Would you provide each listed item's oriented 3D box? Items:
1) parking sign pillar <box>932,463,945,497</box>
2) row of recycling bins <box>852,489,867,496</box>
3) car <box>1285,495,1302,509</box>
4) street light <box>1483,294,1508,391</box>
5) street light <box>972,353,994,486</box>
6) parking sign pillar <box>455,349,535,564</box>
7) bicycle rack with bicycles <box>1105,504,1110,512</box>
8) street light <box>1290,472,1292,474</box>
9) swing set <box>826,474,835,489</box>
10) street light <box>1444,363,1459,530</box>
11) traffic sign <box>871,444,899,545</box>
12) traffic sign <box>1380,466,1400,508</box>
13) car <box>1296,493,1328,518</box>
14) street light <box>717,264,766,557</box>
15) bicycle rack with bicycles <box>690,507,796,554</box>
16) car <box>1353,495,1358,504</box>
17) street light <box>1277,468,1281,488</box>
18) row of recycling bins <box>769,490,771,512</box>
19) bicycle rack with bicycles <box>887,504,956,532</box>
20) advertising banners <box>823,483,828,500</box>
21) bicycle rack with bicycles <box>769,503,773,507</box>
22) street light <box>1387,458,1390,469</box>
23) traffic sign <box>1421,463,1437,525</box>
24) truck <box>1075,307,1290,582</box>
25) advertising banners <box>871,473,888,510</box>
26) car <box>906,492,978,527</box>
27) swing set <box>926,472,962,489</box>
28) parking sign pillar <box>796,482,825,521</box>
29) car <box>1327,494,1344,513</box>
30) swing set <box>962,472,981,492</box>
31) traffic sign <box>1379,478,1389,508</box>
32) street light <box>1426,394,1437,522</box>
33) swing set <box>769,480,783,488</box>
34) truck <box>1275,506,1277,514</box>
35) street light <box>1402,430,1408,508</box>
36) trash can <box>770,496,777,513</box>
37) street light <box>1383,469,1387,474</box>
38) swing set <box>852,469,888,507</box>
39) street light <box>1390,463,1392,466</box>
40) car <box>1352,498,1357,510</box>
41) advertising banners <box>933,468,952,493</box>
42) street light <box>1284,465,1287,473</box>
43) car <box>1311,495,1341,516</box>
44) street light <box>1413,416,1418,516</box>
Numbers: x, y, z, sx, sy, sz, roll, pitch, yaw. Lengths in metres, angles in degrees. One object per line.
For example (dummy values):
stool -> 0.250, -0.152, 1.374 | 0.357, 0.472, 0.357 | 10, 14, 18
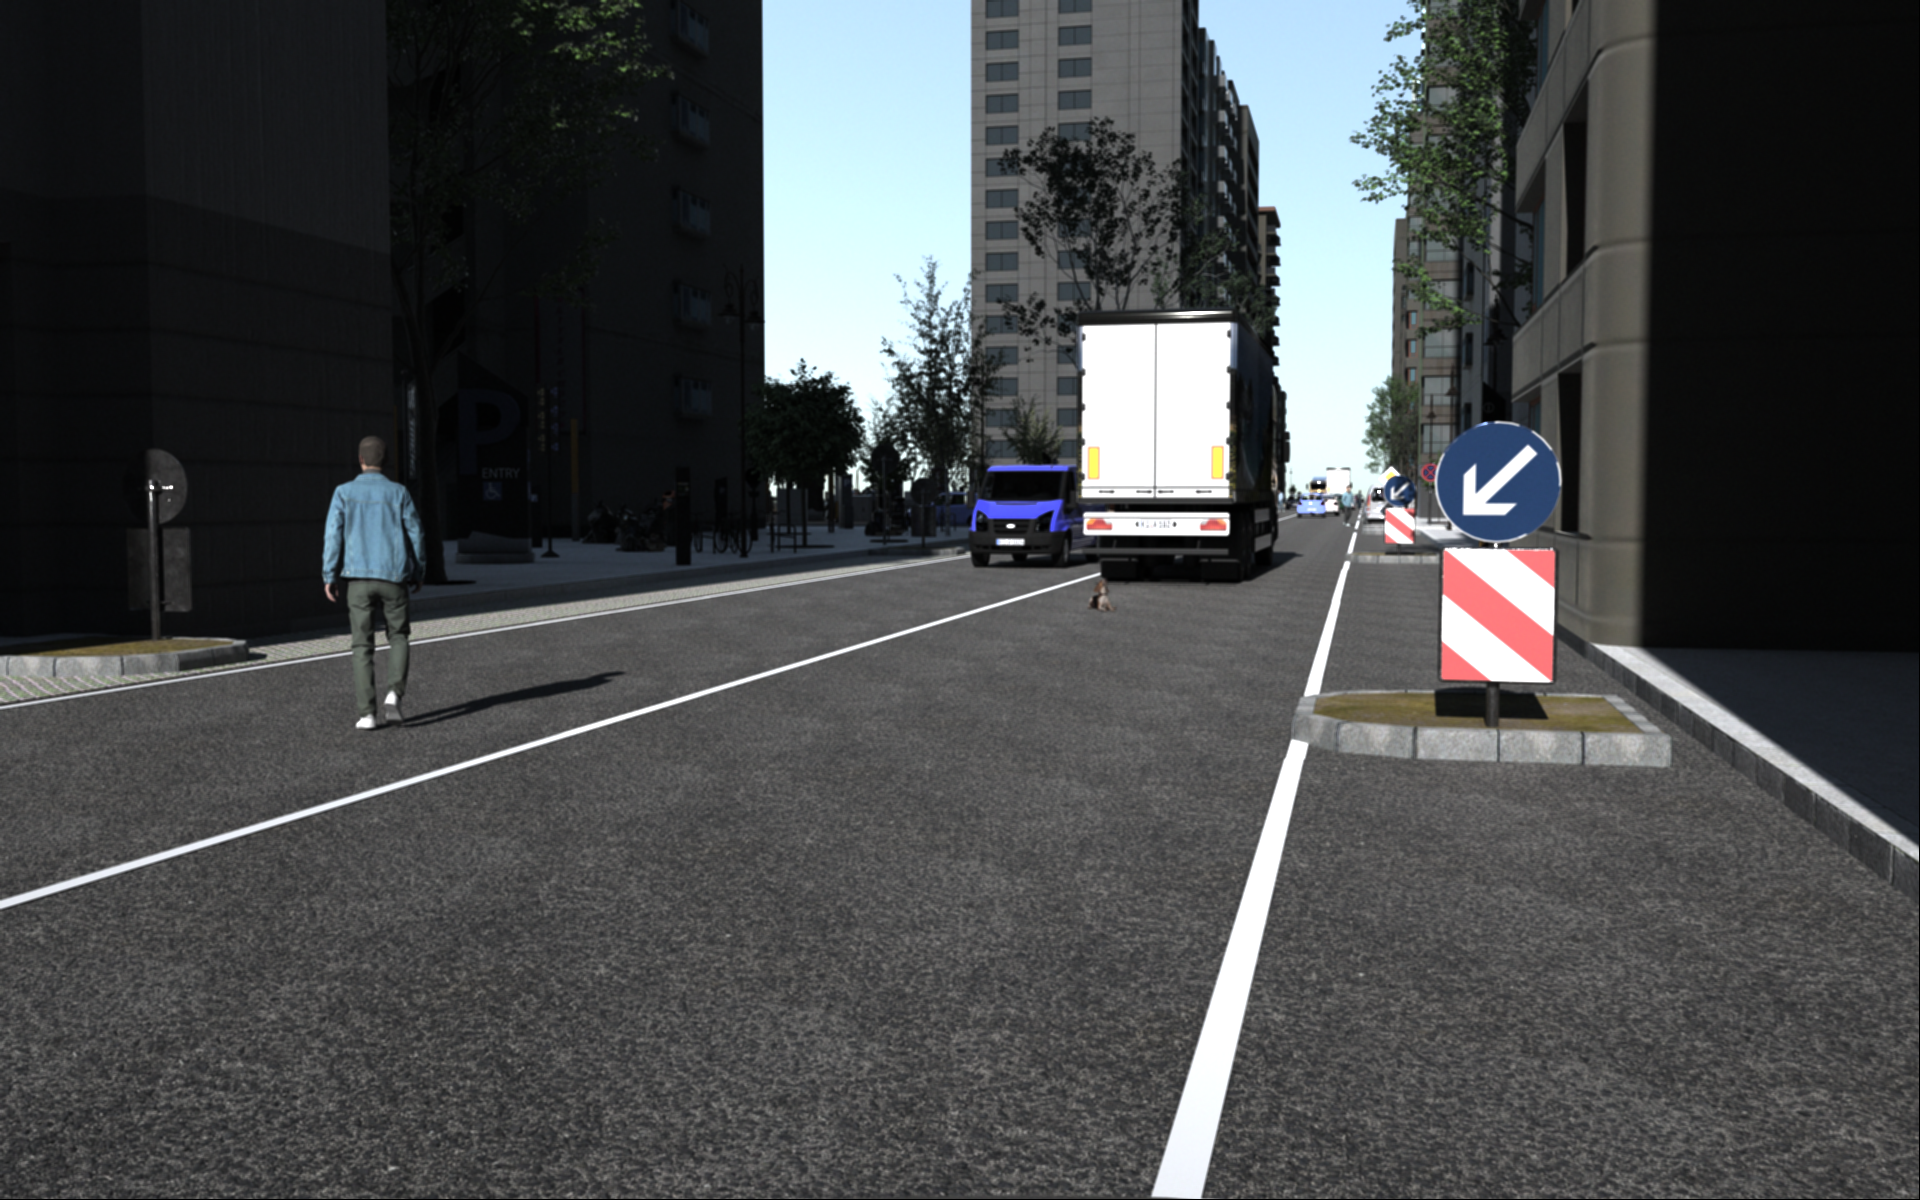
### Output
parking sign pillar -> -1.633, -8.494, 127.348 | 1.447, 3.967, 1.447 | -2, 4, -32
row of recycling bins -> -8.105, -8.196, 141.119 | 3.534, 1.692, 1.069 | 1, 4, 12
car -> 31.573, -9.192, 162.877 | 1.945, 1.354, 3.894 | 1, 4, 14
street light -> 12.413, -4.127, 40.263 | 0.468, 5.910, 1.993 | 1, 4, 13
street light -> 0.742, -5.141, 56.849 | 0.468, 5.910, 1.993 | 1, 4, 13
parking sign pillar -> -8.688, -2.678, 32.260 | 1.447, 3.967, 1.447 | 0, 4, -5
bicycle rack with bicycles -> 10.654, -7.031, 128.341 | 2.925, 0.926, 2.852 | -3, 5, -42
street light -> 55.793, -19.524, 292.009 | 0.468, 5.910, 1.993 | 1, 4, 13
swing set -> -9.573, -8.502, 136.623 | 2.862, 2.851, 3.119 | 2, 4, 28
street light -> 17.423, -5.423, 61.460 | 0.468, 5.910, 1.993 | 1, 4, 13
traffic sign -> -1.917, -2.683, 43.972 | 0.768, 2.556, 0.104 | 1, 4, 16
traffic sign -> 15.504, -3.589, 62.316 | 0.795, 2.450, 0.064 | 1, 4, 13
car -> 21.438, -5.870, 105.558 | 1.945, 1.707, 3.694 | 1, 4, 12
street light -> -4.384, -3.802, 34.942 | 0.468, 5.910, 1.993 | 1, 4, 13
bicycle rack with bicycles -> -4.765, -1.504, 37.973 | 2.852, 0.926, 2.925 | -1, 4, -16
car -> 58.316, -14.959, 257.164 | 1.945, 1.354, 3.894 | 1, 4, 13
street light -> 46.120, -16.984, 250.480 | 0.468, 5.910, 1.993 | 1, 4, 13
row of recycling bins -> -15.420, -7.246, 125.588 | 3.534, 1.692, 1.069 | -1, 4, -19
bicycle rack with bicycles -> -1.422, -2.844, 59.878 | 2.852, 0.926, 2.925 | 1, 4, 16
advertising banners -> -8.356, -6.873, 108.554 | 0.090, 3.025, 2.074 | 1, 4, 12
bicycle rack with bicycles -> -12.055, -5.084, 96.511 | 2.925, 0.926, 2.852 | 3, 5, 45
street light -> 48.937, -13.668, 196.252 | 0.468, 5.910, 1.993 | 1, 4, 13
traffic sign -> 19.422, -4.368, 71.516 | 0.768, 2.556, 0.104 | 1, 4, 19
truck -> 4.324, -2.617, 31.705 | 2.839, 4.237, 11.283 | 1, 4, 14
advertising banners -> -5.802, -8.001, 126.998 | 2.074, 3.025, 0.090 | 3, 4, 39
car -> -0.422, -3.664, 69.503 | 3.694, 1.707, 1.945 | 1, 4, 14
swing set -> -0.839, -7.680, 123.181 | 3.119, 2.851, 2.862 | 0, 4, -3
parking sign pillar -> -7.206, -5.782, 83.000 | 1.447, 3.967, 1.447 | 2, 4, 29
car -> 29.230, -7.542, 135.116 | 2.131, 1.459, 4.920 | 1, 4, 13
swing set -> 2.386, -7.398, 118.583 | 3.119, 2.851, 2.862 | 2, 4, 32
traffic sign -> 17.324, -4.064, 70.091 | 0.795, 2.450, 0.064 | 1, 4, 13
street light -> 21.669, -6.541, 79.727 | 0.468, 5.910, 1.993 | 1, 4, 13
swing set -> -10.070, -5.294, 84.169 | 3.119, 2.851, 2.862 | 2, 4, 24
truck -> 19.728, -7.698, 115.618 | 2.967, 4.110, 18.799 | 1, 4, 12
street light -> 31.399, -9.111, 121.752 | 0.468, 5.910, 1.993 | 1, 4, 13
trash can -> -11.900, -6.129, 111.862 | 0.748, 1.137, 0.748 | 0, 3, 0
street light -> 58.024, -16.036, 234.972 | 0.468, 5.910, 1.993 | 1, 4, 13
swing set -> -4.997, -6.876, 110.048 | 3.119, 2.851, 2.862 | 0, 4, 2
street light -> 43.958, -12.355, 174.793 | 0.468, 5.910, 1.993 | 1, 4, 13
car -> 35.060, -8.888, 157.681 | 2.083, 1.381, 4.827 | 1, 4, 14
advertising banners -> -0.774, -7.428, 117.634 | 2.074, 3.025, 0.090 | 0, 4, 7
street light -> 50.908, -18.251, 271.196 | 0.468, 5.910, 1.993 | 1, 4, 13
car -> 24.249, -6.279, 115.018 | 2.083, 1.381, 4.827 | 1, 4, 12
street light -> 26.526, -7.821, 100.653 | 0.468, 5.910, 1.993 | 1, 4, 13
